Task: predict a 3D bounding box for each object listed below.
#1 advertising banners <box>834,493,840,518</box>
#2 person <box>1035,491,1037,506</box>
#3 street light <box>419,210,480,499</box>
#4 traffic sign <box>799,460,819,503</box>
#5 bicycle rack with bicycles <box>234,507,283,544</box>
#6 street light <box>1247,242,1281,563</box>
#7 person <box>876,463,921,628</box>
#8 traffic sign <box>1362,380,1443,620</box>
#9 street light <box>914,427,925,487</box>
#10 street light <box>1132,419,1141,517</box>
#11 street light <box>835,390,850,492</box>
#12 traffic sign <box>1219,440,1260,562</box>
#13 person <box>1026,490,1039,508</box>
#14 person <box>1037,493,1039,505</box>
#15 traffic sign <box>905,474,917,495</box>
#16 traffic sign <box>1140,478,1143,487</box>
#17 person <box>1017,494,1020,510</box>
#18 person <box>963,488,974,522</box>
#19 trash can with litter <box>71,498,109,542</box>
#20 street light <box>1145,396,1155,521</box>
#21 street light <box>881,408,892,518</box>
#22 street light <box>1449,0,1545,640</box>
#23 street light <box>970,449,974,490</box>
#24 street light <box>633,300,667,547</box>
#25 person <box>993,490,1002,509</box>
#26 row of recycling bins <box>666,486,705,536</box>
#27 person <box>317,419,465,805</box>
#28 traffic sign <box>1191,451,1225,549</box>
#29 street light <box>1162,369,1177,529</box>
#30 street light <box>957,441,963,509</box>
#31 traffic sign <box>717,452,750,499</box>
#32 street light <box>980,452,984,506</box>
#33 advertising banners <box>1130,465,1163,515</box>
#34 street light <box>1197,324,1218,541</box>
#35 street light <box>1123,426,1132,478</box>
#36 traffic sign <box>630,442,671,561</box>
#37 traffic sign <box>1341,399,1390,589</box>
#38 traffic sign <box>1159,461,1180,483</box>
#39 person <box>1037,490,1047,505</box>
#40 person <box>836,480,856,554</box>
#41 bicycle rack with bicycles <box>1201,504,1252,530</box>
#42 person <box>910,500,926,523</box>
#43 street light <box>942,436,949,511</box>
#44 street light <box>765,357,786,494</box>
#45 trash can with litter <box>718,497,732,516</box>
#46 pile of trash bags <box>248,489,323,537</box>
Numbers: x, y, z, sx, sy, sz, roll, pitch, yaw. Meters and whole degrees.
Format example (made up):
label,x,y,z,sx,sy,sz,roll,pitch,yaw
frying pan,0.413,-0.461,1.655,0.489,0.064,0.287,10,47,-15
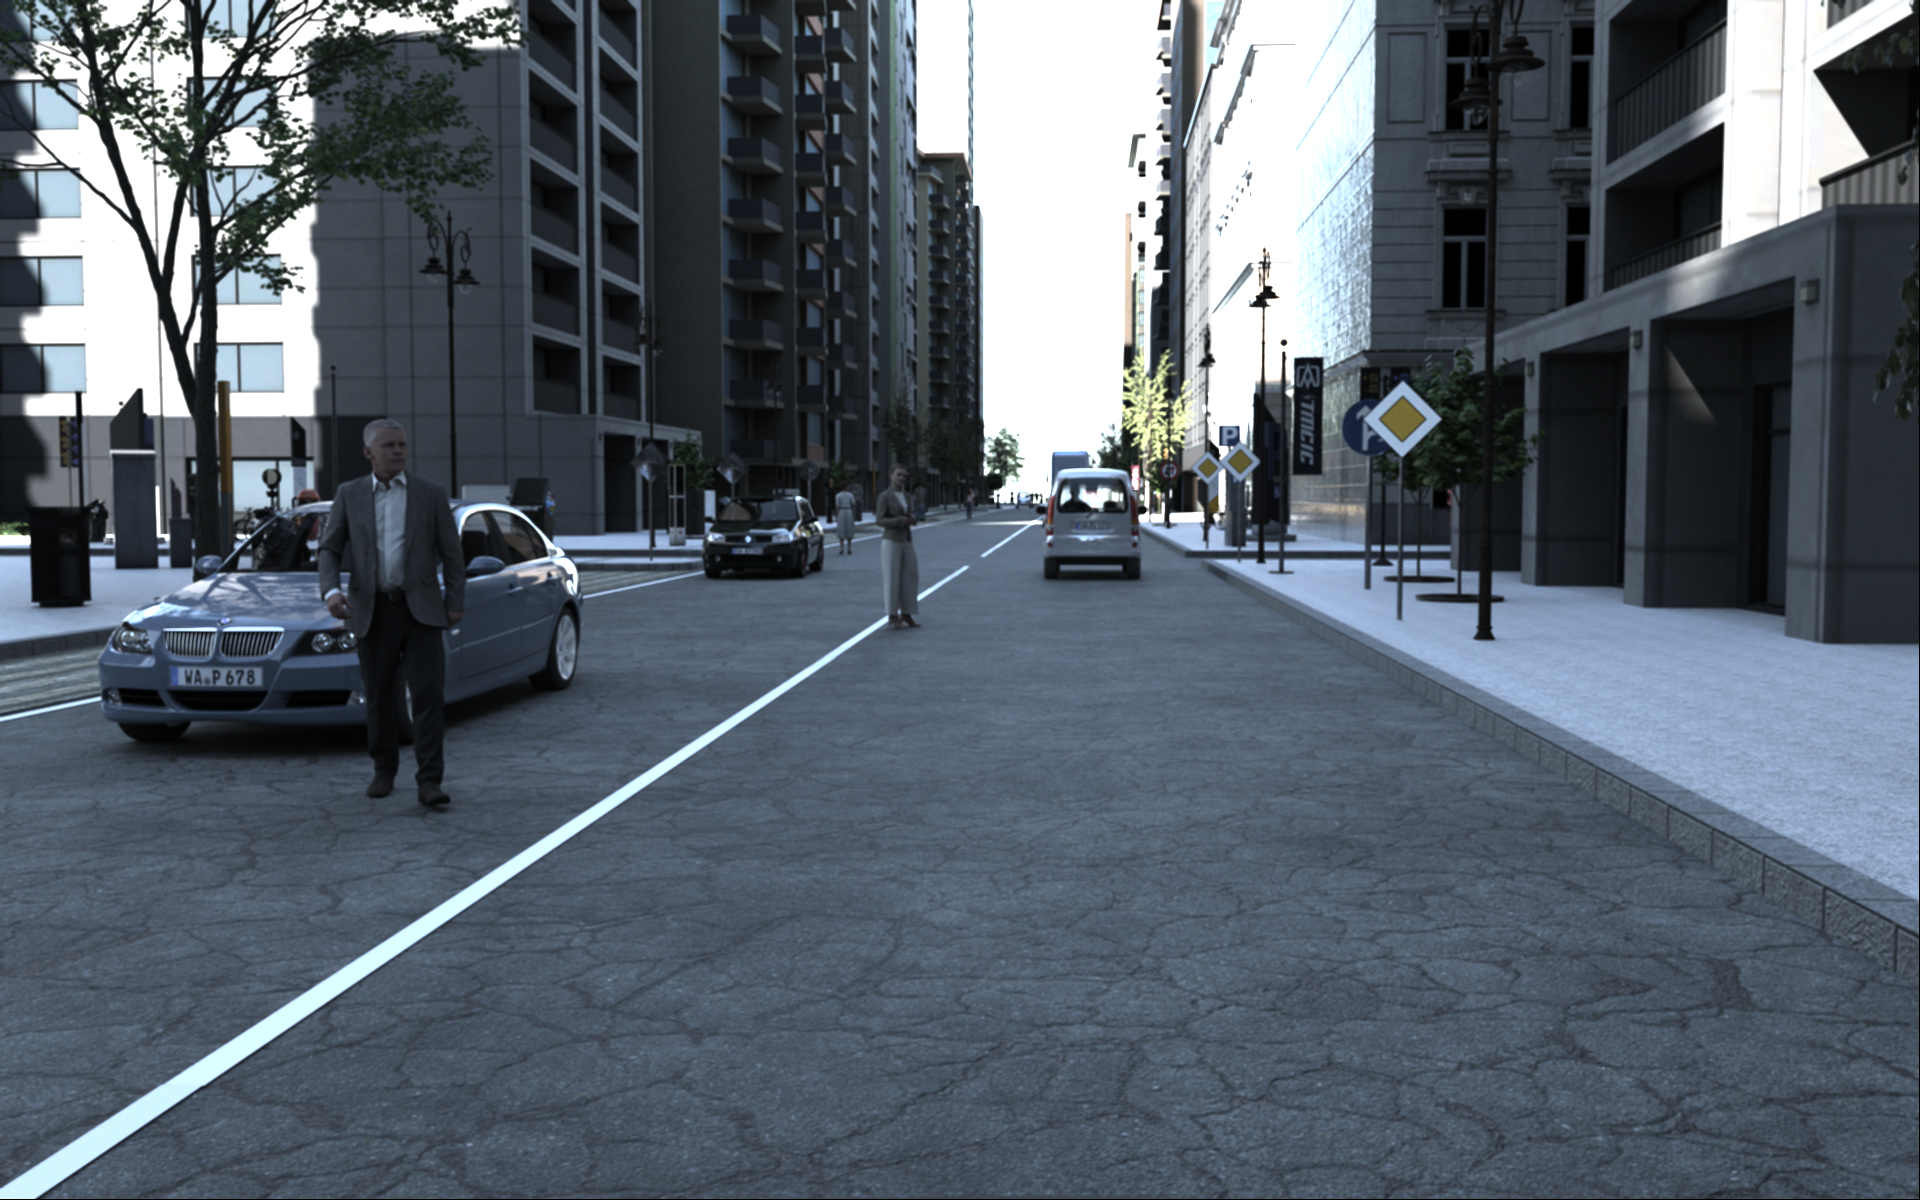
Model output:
label,x,y,z,sx,sy,sz,roll,pitch,yaw
advertising banners,-6.518,-6.017,94.572,0.090,3.025,2.074,1,4,13
person,9.284,-12.408,211.001,0.705,1.869,1.348,0,4,8
street light,-8.323,-3.401,28.395,0.468,5.910,1.993,0,4,4
traffic sign,-5.706,-4.004,65.576,0.768,2.556,0.104,0,4,5
bicycle rack with bicycles,-18.426,-1.987,45.866,2.925,0.926,2.852,-1,4,-20
street light,5.597,-3.623,32.018,0.468,5.910,1.993,0,4,4
person,-0.642,-0.579,18.523,0.362,1.759,0.519,3,5,43
traffic sign,4.474,-1.002,17.571,0.795,2.450,0.064,1,4,9
street light,-2.729,-8.409,110.273,0.468,5.910,1.993,0,4,4
street light,10.156,-7.666,98.124,0.468,5.910,1.993,0,4,4
street light,-5.123,-6.273,75.352,0.468,5.910,1.993,0,4,4
traffic sign,5.239,-1.762,32.444,0.795,2.450,0.064,0,4,4
person,7.278,-10.137,174.205,1.348,1.831,0.705,0,4,3
person,10.081,-13.281,226.090,0.683,1.767,0.568,2,4,26
traffic sign,-3.028,-6.537,106.988,0.768,2.556,0.104,1,4,11
traffic sign,11.301,-6.580,109.705,0.606,2.300,0.079,1,4,13
person,5.378,-8.926,157.663,0.599,1.433,0.991,0,4,-5
person,0.480,-4.955,90.111,0.593,1.750,0.643,1,4,16
trash can with litter,-23.162,-2.116,45.980,1.055,1.170,0.624,1,4,15
street light,8.945,-6.643,81.406,0.468,5.910,1.993,0,4,4
street light,-3.938,-7.358,93.097,0.468,5.910,1.993,0,4,4
street light,4.625,-2.588,15.100,0.468,5.910,1.993,0,4,4
street light,1.237,-11.970,168.502,0.468,5.910,1.993,0,4,4
street light,-7.393,-4.202,41.485,0.468,5.910,1.993,0,4,4
person,3.618,-9.628,166.001,0.705,1.814,1.350,3,5,41
row of recycling bins,-8.723,-2.944,55.255,1.069,1.692,3.534,-1,4,-16
person,-2.612,0.053,8.034,0.661,1.777,0.834,-2,4,-26
traffic sign,5.774,-2.249,40.411,0.795,2.450,0.064,0,4,4
street light,7.757,-5.595,64.259,0.468,5.910,1.993,0,4,4
street light,0.034,-10.939,151.640,0.468,5.910,1.993,0,4,4
traffic sign,-5.393,-2.296,41.180,0.795,2.450,0.064,0,4,4
street light,2.350,-12.989,185.155,0.468,5.910,1.993,0,4,4
advertising banners,11.389,-6.673,105.293,2.074,3.025,0.090,1,4,10
street light,6.730,-4.555,47.265,0.468,5.910,1.993,0,4,4
street light,11.282,-8.696,114.969,0.468,5.910,1.993,0,4,4
traffic sign,-5.929,-1.809,33.212,0.795,2.450,0.064,0,4,4
traffic sign,5.499,-1.418,23.285,0.768,2.556,0.104,1,4,8
traffic sign,7.962,-4.021,65.855,0.768,2.556,0.104,1,4,11
person,6.811,-8.227,143.797,0.721,1.735,1.217,-3,5,-40
person,-2.732,-1.972,41.313,0.480,1.755,0.524,-1,4,-10
bicycle rack with bicycles,9.855,-2.945,61.534,2.925,0.926,2.852,-1,4,-22
person,-2.053,-4.393,85.820,1.012,1.151,0.738,-2,4,-26
street light,-1.110,-9.914,134.876,0.468,5.910,1.993,0,4,4
street light,-6.244,-5.255,58.700,0.468,5.910,1.993,0,4,4
trash can with litter,-8.859,-3.377,66.598,0.624,1.170,1.055,-3,4,-37
pile of trash bags,-11.423,-1.258,30.326,1.912,1.369,3.447,-1,4,-21
